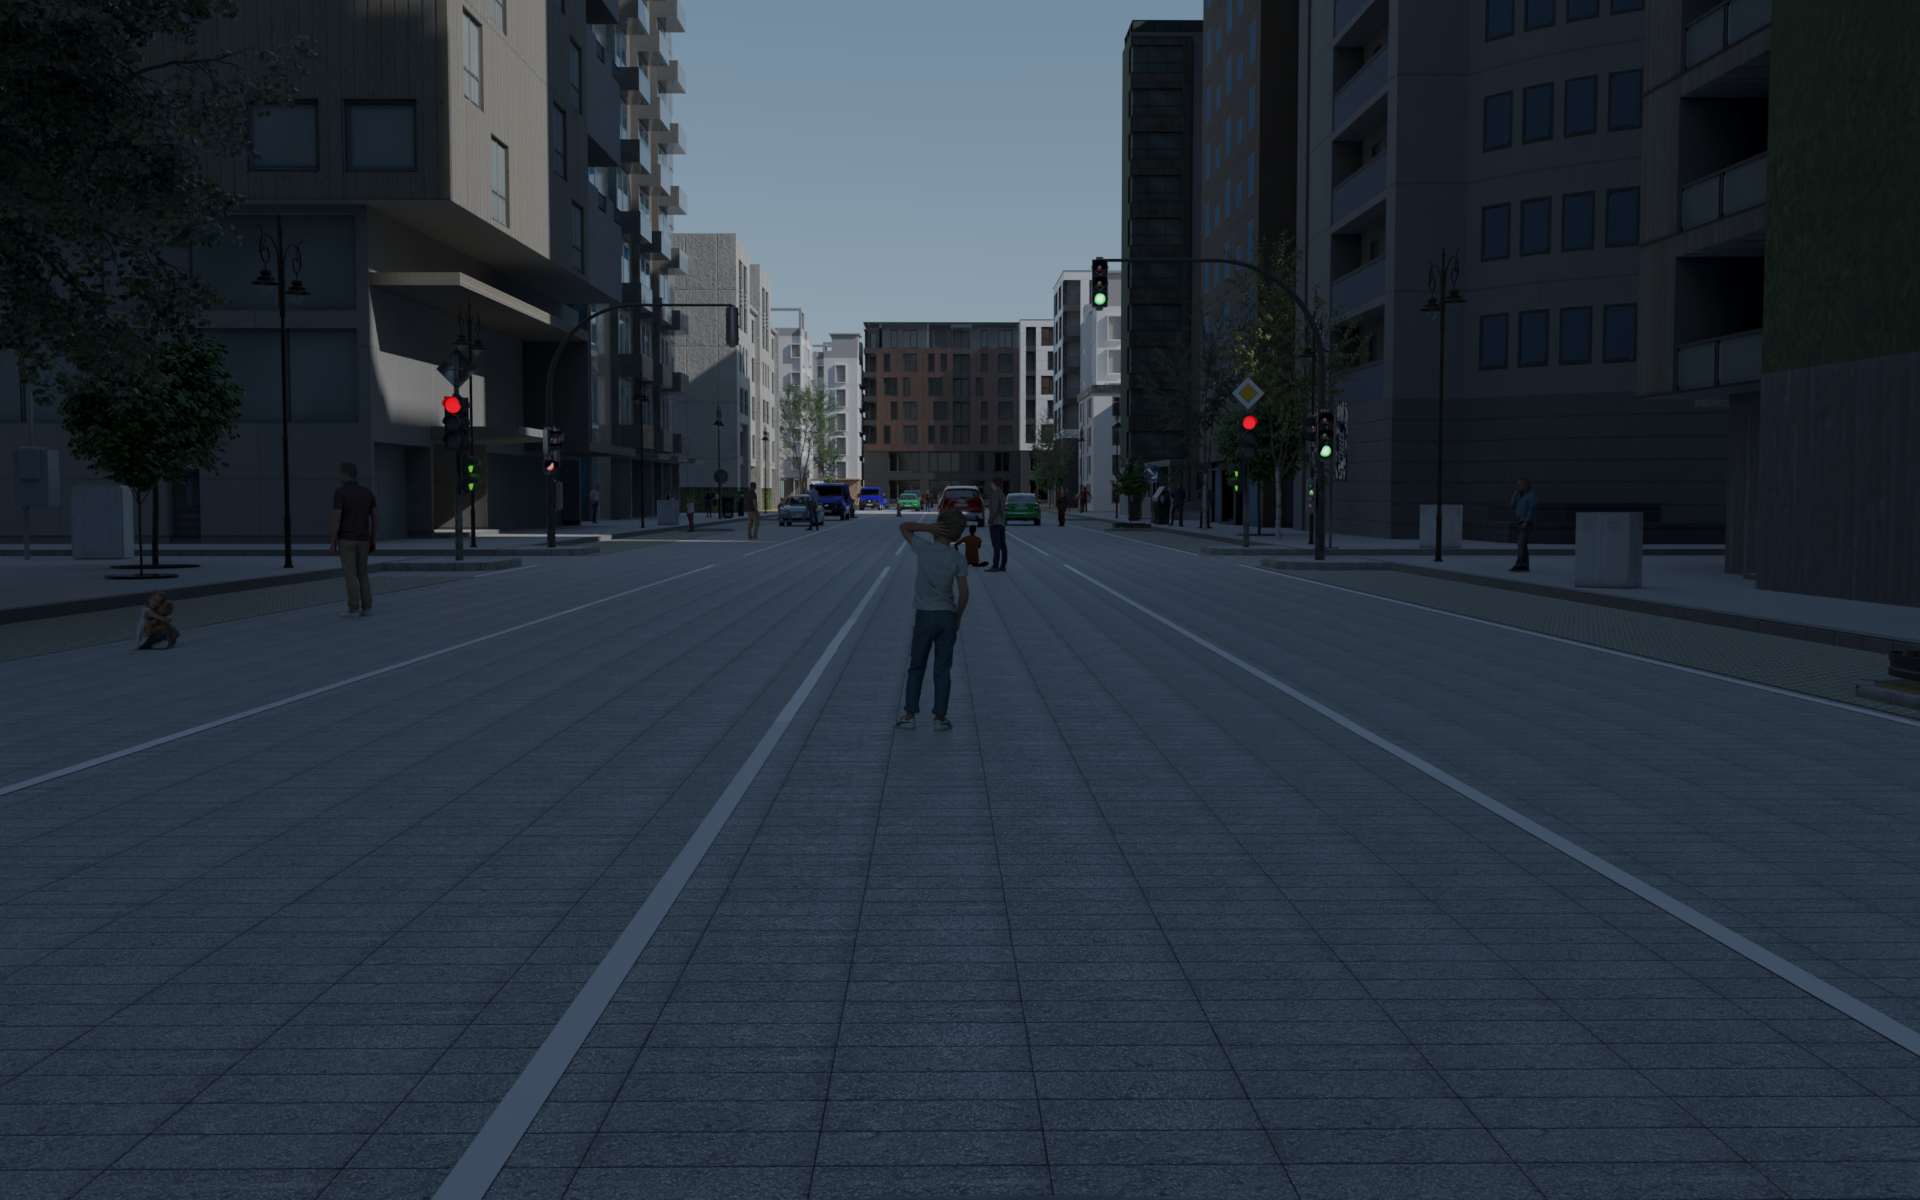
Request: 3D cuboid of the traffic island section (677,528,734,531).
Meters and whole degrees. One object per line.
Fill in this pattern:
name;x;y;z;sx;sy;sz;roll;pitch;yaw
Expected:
traffic island section;-9.811;-2.702;67.045;1.991;0.108;1.994;0;4;-1

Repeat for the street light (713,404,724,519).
street light;-12.406;-7.119;89.185;0.468;5.910;1.993;0;4;-1

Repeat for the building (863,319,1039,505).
building;4.699;-22.771;216.276;32.646;21.610;27.936;0;4;-1

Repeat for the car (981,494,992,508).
car;2.373;-9.129;159.049;2.009;1.686;4.222;0;4;-1

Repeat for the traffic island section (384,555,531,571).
traffic island section;-9.707;-0.687;33.518;2.009;0.180;2.903;0;4;-1

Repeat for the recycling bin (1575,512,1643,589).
recycling bin;8.935;-0.691;23.844;0.722;1.027;0.722;3;4;37

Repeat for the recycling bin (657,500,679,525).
recycling bin;-12.102;-3.623;71.789;0.722;1.027;0.722;1;4;9

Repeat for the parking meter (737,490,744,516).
parking meter;-12.637;-5.596;99.913;0.372;1.533;0.369;0;3;0

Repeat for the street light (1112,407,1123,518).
street light;8.331;-7.285;91.890;0.468;5.910;1.993;0;4;-1

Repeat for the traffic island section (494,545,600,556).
traffic island section;-9.807;-1.176;41.502;2.009;0.180;2.903;0;4;-1

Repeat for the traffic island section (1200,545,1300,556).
traffic island section;6.913;-1.188;41.706;2.009;0.180;2.903;0;4;-1

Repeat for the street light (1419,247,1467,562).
street light;9.069;-3.662;32.654;0.468;5.910;1.993;0;4;-1

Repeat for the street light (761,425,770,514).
street light;-12.765;-8.615;113.639;0.468;5.910;1.993;0;4;-1

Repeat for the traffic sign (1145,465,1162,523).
traffic sign;8.446;-4.638;75.942;0.768;2.556;0.104;0;4;4

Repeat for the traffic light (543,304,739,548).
traffic light;-7.676;-4.083;41.429;4.771;5.953;1.251;0;4;-1

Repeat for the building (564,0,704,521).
building;-26.859;-28.899;92.115;23.786;49.044;30.456;0;4;-1

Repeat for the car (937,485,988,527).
car;0.091;-4.174;76.917;2.281;1.827;5.304;0;4;1

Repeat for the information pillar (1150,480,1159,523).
information pillar;8.682;-4.448;77.217;0.304;2.012;0.304;2;4;30

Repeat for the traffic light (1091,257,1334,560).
traffic light;4.883;-3.595;33.440;4.771;5.953;1.251;0;4;-1

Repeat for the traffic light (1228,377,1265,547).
traffic light;6.873;-3.221;41.592;0.839;4.253;0.868;0;4;-1

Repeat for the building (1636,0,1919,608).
building;17.717;-20.812;23.869;14.154;41.232;14.086;0;4;-1

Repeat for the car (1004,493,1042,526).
car;2.825;-4.372;80.280;1.959;1.807;4.718;0;4;1

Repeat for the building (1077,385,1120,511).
building;14.649;-11.676;133.046;9.099;9.664;28.070;0;4;-1

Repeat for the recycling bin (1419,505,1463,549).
recycling bin;11.411;-1.745;41.092;0.722;1.027;0.722;-2;4;-29

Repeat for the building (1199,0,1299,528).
building;17.969;-25.755;71.205;14.600;45.320;14.200;0;4;-1

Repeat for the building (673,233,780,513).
building;-23.738;-16.322;133.325;16.747;18.905;31.486;0;4;-1

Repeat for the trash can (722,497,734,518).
trash can;-12.236;-4.870;91.281;0.748;1.137;0.748;0;3;0

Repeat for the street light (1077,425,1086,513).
street light;8.112;-8.740;115.691;0.468;5.910;1.993;0;4;-1

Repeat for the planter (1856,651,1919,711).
planter;7.289;0.573;11.777;1.991;0.319;1.994;0;4;-1

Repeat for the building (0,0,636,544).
building;-26.336;-28.493;55.099;28.713;52.752;27.495;0;4;-1

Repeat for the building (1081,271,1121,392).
building;18.808;-18.107;152.469;16.016;20.091;11.380;0;4;-1

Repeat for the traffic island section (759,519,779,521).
traffic island section;-10.142;-4.353;94.031;1.991;0.108;1.994;0;4;-1

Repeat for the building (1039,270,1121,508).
building;23.160;-20.231;174.755;27.936;21.610;32.646;0;4;-1

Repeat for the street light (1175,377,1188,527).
street light;8.681;-5.803;67.668;0.468;5.910;1.993;0;4;-1

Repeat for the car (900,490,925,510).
car;-4.266;-8.998;155.783;2.281;1.827;5.304;0;4;-2

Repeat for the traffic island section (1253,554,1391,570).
traffic island section;7.013;-0.700;33.722;2.009;0.180;2.903;0;4;-1

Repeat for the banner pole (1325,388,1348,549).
banner pole;8.925;-3.117;40.976;0.863;3.779;0.401;-3;5;-41

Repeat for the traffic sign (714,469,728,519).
traffic sign;-12.099;-5.355;87.653;0.768;2.556;0.104;1;4;9

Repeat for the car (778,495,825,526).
car;-7.148;-4.064;78.443;2.014;1.417;4.499;0;4;1

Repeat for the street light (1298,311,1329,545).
street light;8.935;-4.347;43.868;0.468;5.910;1.993;0;4;-1

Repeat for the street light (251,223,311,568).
street light;-11.664;-3.493;29.905;0.468;5.910;1.993;0;4;-1

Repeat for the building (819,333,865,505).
building;-17.468;-21.623;209.962;11.380;20.091;16.016;0;4;-1

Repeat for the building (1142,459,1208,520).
building;26.447;-24.382;90.529;32.217;40.220;23.993;0;4;-1

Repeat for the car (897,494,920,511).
car;-4.286;-8.300;144.495;1.959;1.807;4.718;0;4;1

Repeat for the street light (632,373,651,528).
street light;-12.008;-5.664;65.387;0.468;5.910;1.993;0;4;-1

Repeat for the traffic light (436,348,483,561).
traffic light;-9.666;-2.719;33.384;0.839;4.253;0.868;0;4;-1

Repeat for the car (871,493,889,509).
car;-7.905;-9.874;171.029;1.945;1.707;3.694;0;4;1

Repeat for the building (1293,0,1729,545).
building;26.148;-31.193;52.003;28.212;58.520;21.231;0;4;-1

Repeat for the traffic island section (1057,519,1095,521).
traffic island section;6.246;-4.340;93.829;1.991;0.108;1.994;0;4;-1

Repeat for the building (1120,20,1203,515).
building;16.998;-20.674;109.724;14.160;30.474;14.107;0;4;-1

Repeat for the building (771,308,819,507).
building;-21.452;-19.933;182.319;11.380;20.091;16.016;0;4;-1

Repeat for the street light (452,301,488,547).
street light;-11.732;-4.208;41.587;0.468;5.910;1.993;0;4;-1
